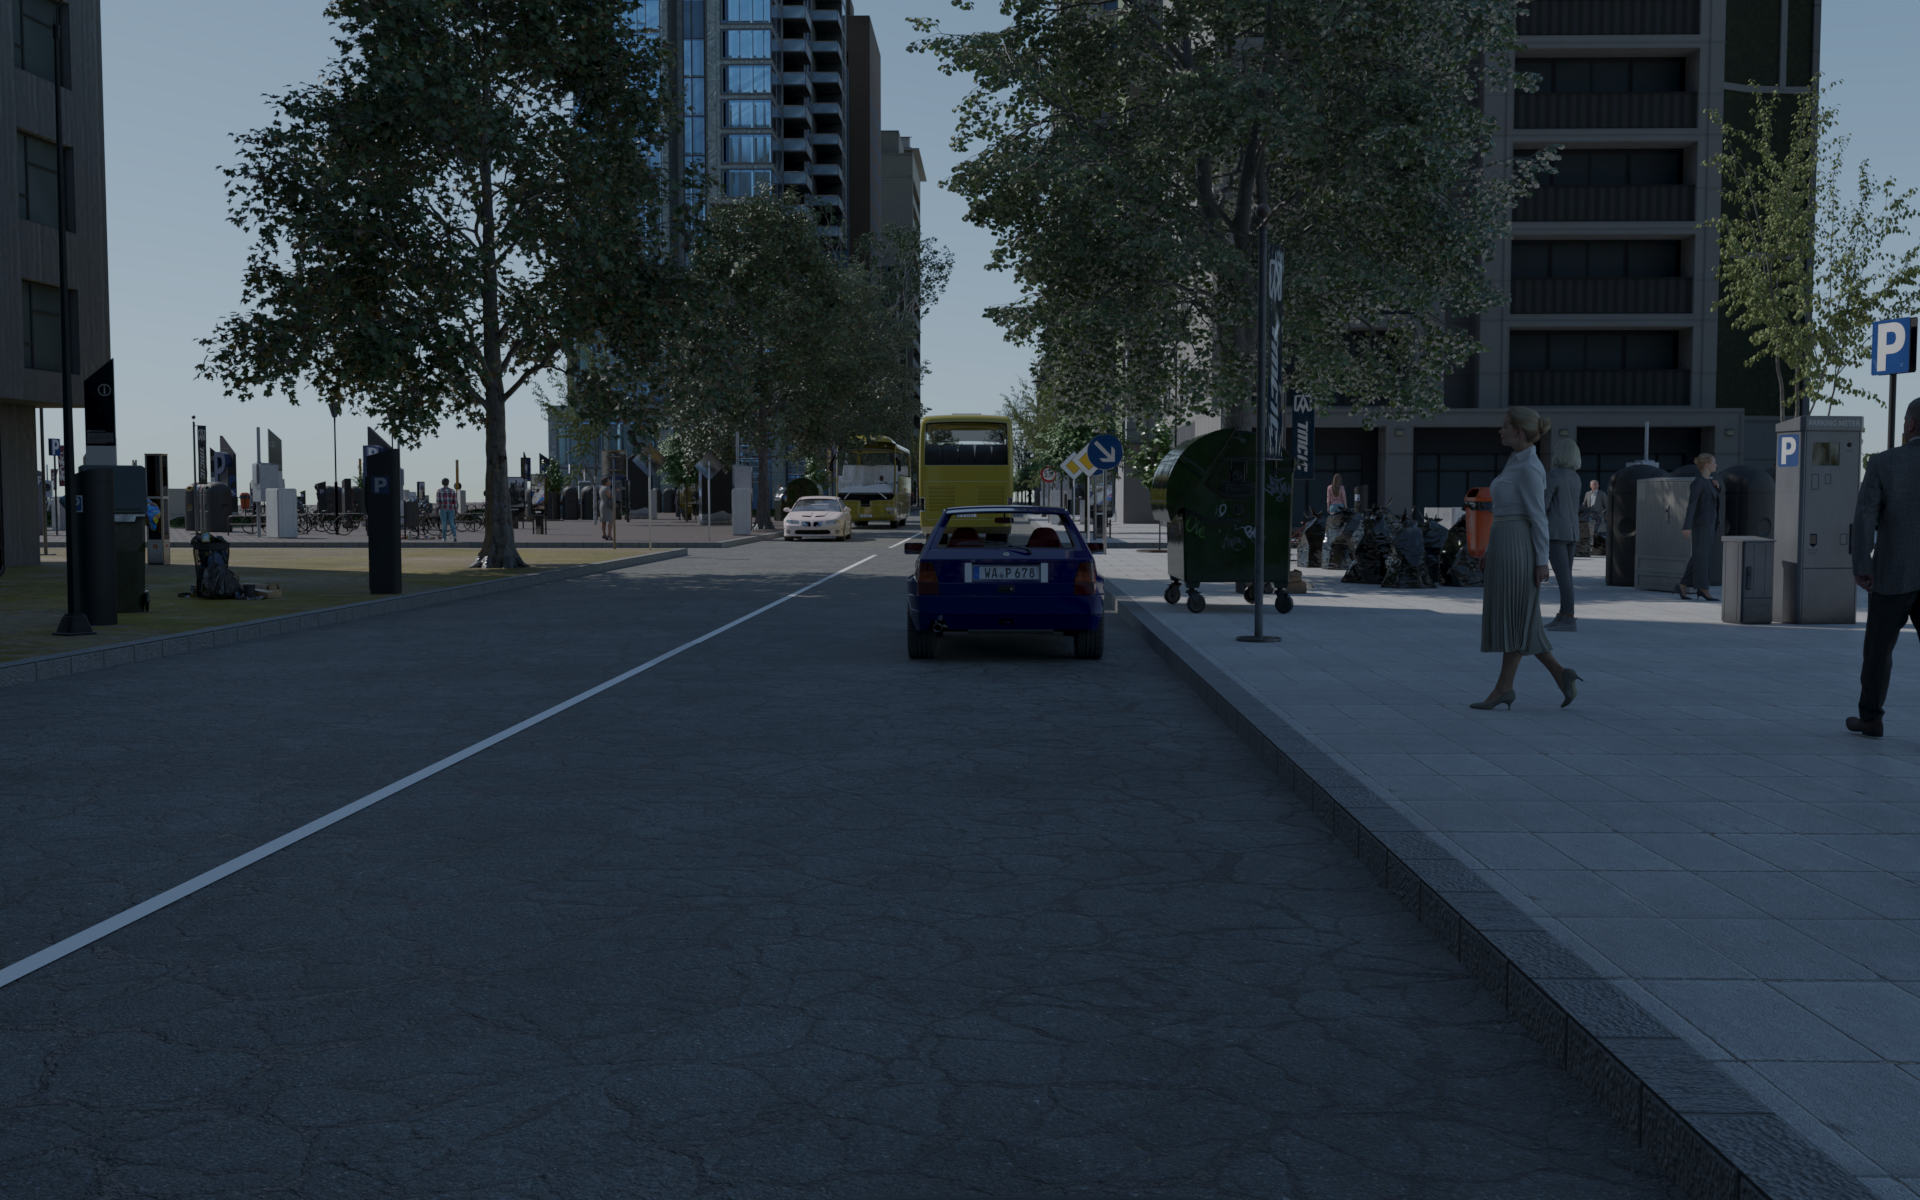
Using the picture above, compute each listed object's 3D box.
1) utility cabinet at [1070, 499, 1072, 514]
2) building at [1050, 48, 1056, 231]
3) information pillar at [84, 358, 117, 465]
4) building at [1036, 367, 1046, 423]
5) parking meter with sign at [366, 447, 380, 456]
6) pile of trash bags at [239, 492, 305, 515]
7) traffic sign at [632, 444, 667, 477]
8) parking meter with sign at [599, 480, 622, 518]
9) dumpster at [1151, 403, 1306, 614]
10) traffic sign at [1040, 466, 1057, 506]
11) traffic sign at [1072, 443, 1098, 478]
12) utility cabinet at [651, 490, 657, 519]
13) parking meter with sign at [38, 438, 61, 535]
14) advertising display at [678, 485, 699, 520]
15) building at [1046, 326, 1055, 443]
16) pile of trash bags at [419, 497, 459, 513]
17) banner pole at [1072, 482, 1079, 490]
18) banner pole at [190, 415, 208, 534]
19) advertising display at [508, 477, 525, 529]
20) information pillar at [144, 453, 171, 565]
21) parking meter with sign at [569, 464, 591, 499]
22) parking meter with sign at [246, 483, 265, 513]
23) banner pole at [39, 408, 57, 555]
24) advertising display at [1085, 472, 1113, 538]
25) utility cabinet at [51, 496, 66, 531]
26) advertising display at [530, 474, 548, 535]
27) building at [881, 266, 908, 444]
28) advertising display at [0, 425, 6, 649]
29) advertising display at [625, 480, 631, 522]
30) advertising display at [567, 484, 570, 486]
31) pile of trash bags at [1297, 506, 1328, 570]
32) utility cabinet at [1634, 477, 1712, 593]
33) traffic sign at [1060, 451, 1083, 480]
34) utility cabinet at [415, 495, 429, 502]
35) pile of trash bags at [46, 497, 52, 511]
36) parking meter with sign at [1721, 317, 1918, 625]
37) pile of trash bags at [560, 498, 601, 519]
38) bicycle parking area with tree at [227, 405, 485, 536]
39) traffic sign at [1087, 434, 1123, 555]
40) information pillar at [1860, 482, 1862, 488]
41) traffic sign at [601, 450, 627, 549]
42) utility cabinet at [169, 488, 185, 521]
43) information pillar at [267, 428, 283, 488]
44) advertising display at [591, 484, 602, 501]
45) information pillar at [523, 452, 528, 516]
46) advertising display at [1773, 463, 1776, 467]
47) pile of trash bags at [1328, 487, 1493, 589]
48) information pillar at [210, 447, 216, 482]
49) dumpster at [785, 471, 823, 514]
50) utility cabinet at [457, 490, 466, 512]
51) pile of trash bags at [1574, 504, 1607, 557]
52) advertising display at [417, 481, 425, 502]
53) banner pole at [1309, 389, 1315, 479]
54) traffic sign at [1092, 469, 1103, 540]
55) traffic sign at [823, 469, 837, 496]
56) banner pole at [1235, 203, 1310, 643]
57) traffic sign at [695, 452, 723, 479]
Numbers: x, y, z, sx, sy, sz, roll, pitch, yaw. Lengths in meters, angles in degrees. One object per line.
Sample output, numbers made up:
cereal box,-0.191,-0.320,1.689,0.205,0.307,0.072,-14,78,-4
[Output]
utility cabinet,6.794,-6.093,110.779,1.020,1.237,0.306,-3,4,-38
building,22.297,-50.843,269.540,20.563,71.187,20.611,0,4,1
information pillar,-14.761,-2.352,29.813,0.504,3.616,0.183,-1,4,-16
building,24.950,-24.541,246.278,27.650,21.520,28.899,0,4,1
parking meter with sign,-21.347,-4.186,64.701,0.543,3.016,1.738,1,4,20
pile of trash bags,-37.925,-5.249,95.567,3.447,1.369,1.912,-1,4,-19
traffic sign,-7.061,-2.274,39.368,0.795,2.593,0.064,0,4,1
parking meter with sign,-18.861,-6.018,94.652,1.738,3.016,0.543,0,4,-6
dumpster,2.962,-1.030,19.327,1.502,2.255,1.985,0,4,1
traffic sign,3.953,-4.702,76.984,0.768,2.556,0.104,0,4,5
traffic sign,2.929,-2.258,39.111,0.795,2.593,0.064,0,4,1
utility cabinet,-15.339,-4.782,86.864,0.318,1.500,1.173,-1,4,-10
parking meter with sign,-29.137,-3.545,54.227,1.738,3.016,0.543,0,4,1
advertising display,-13.279,-4.848,84.477,0.974,1.923,0.123,-2,4,-35
building,18.170,-27.704,224.657,14.160,30.474,14.107,0,4,1
pile of trash bags,-25.299,-4.544,84.049,1.912,1.369,3.447,-2,4,-26
banner pole,7.975,-7.958,120.134,0.401,3.779,0.863,-3,5,-40
banner pole,-24.270,-3.992,55.285,0.401,3.779,0.863,1,4,12
advertising display,-16.553,-3.606,64.169,0.123,1.923,0.974,3,5,40
information pillar,-14.555,-1.647,31.414,0.304,2.012,0.304,0,4,-3
parking meter with sign,-21.888,-6.408,101.023,1.738,3.016,0.543,-1,4,-19
parking meter with sign,-48.440,-7.511,119.071,1.738,3.016,0.543,2,4,26
banner pole,-19.441,-2.832,36.319,0.863,3.779,0.401,0,4,8
advertising display,4.033,-2.755,50.250,0.974,1.923,0.123,-2,4,-34
utility cabinet,-31.601,-3.036,60.801,0.306,1.237,1.020,-3,5,-42
advertising display,-13.371,-3.048,55.047,0.123,1.923,0.974,-3,5,-40
building,-13.898,-27.224,216.812,14.160,30.474,14.107,0,4,1
advertising display,-8.104,-0.533,13.925,0.123,1.923,0.974,1,4,13
advertising display,-15.115,-4.506,78.887,0.123,1.923,0.974,0,4,-4
advertising display,-24.620,-6.339,108.860,0.123,1.923,0.974,-1,4,-8
pile of trash bags,7.663,-1.242,30.062,3.447,1.369,1.912,0,4,-2
utility cabinet,9.317,-0.856,22.674,0.318,1.500,1.173,-1,4,-13
traffic sign,3.119,-2.746,47.094,0.795,2.593,0.064,0,4,1
utility cabinet,-32.989,-5.817,106.269,0.306,1.237,1.020,1,4,19
pile of trash bags,-54.891,-5.716,103.215,1.912,1.369,3.447,-3,5,-43
parking meter with sign,8.488,-1.280,17.183,1.738,3.016,0.543,-1,4,-10
pile of trash bags,-21.609,-5.472,99.226,3.447,1.369,1.912,3,4,37
bicycle parking area with tree,-19.312,-4.262,56.678,9.016,4.147,8.231,1,4,14
traffic sign,3.062,-2.231,36.587,0.768,2.556,0.104,1,4,9
information pillar,54.127,-6.105,104.302,0.304,2.012,0.304,-3,4,-37
traffic sign,-8.043,-2.333,40.281,0.606,2.300,0.079,1,4,8
utility cabinet,-30.933,-3.653,68.401,0.318,1.500,1.173,1,4,21
information pillar,-24.503,-4.319,61.976,0.504,3.616,0.183,-3,5,-43
advertising display,-23.109,-6.412,110.056,0.123,1.923,0.974,3,4,38
information pillar,-24.175,-6.422,96.356,0.183,3.616,0.504,0,4,3
advertising display,16.769,-1.805,34.731,0.123,1.923,0.974,-3,4,-36
pile of trash bags,6.635,-0.864,23.879,1.912,1.369,3.447,0,4,-8
information pillar,-36.934,-5.783,85.908,0.504,3.616,0.183,-2,4,-25
dumpster,-6.704,-4.393,74.319,1.502,2.255,1.985,0,4,1
utility cabinet,-26.104,-5.022,90.789,0.318,1.500,1.173,-1,4,-23
pile of trash bags,11.995,-1.577,35.536,3.447,1.369,1.912,-3,5,-45
advertising display,-27.446,-5.076,88.211,0.123,1.923,0.974,0,4,0
banner pole,6.980,-2.819,36.100,0.863,3.779,0.401,0,4,5
traffic sign,3.742,-2.927,47.958,0.768,2.556,0.104,0,4,4
traffic sign,-6.369,-5.194,85.023,0.768,2.556,0.104,0,4,8
banner pole,2.717,-1.542,15.237,0.401,3.779,0.863,2,4,27
traffic sign,-6.872,-2.762,47.350,0.795,2.593,0.064,0,4,1
